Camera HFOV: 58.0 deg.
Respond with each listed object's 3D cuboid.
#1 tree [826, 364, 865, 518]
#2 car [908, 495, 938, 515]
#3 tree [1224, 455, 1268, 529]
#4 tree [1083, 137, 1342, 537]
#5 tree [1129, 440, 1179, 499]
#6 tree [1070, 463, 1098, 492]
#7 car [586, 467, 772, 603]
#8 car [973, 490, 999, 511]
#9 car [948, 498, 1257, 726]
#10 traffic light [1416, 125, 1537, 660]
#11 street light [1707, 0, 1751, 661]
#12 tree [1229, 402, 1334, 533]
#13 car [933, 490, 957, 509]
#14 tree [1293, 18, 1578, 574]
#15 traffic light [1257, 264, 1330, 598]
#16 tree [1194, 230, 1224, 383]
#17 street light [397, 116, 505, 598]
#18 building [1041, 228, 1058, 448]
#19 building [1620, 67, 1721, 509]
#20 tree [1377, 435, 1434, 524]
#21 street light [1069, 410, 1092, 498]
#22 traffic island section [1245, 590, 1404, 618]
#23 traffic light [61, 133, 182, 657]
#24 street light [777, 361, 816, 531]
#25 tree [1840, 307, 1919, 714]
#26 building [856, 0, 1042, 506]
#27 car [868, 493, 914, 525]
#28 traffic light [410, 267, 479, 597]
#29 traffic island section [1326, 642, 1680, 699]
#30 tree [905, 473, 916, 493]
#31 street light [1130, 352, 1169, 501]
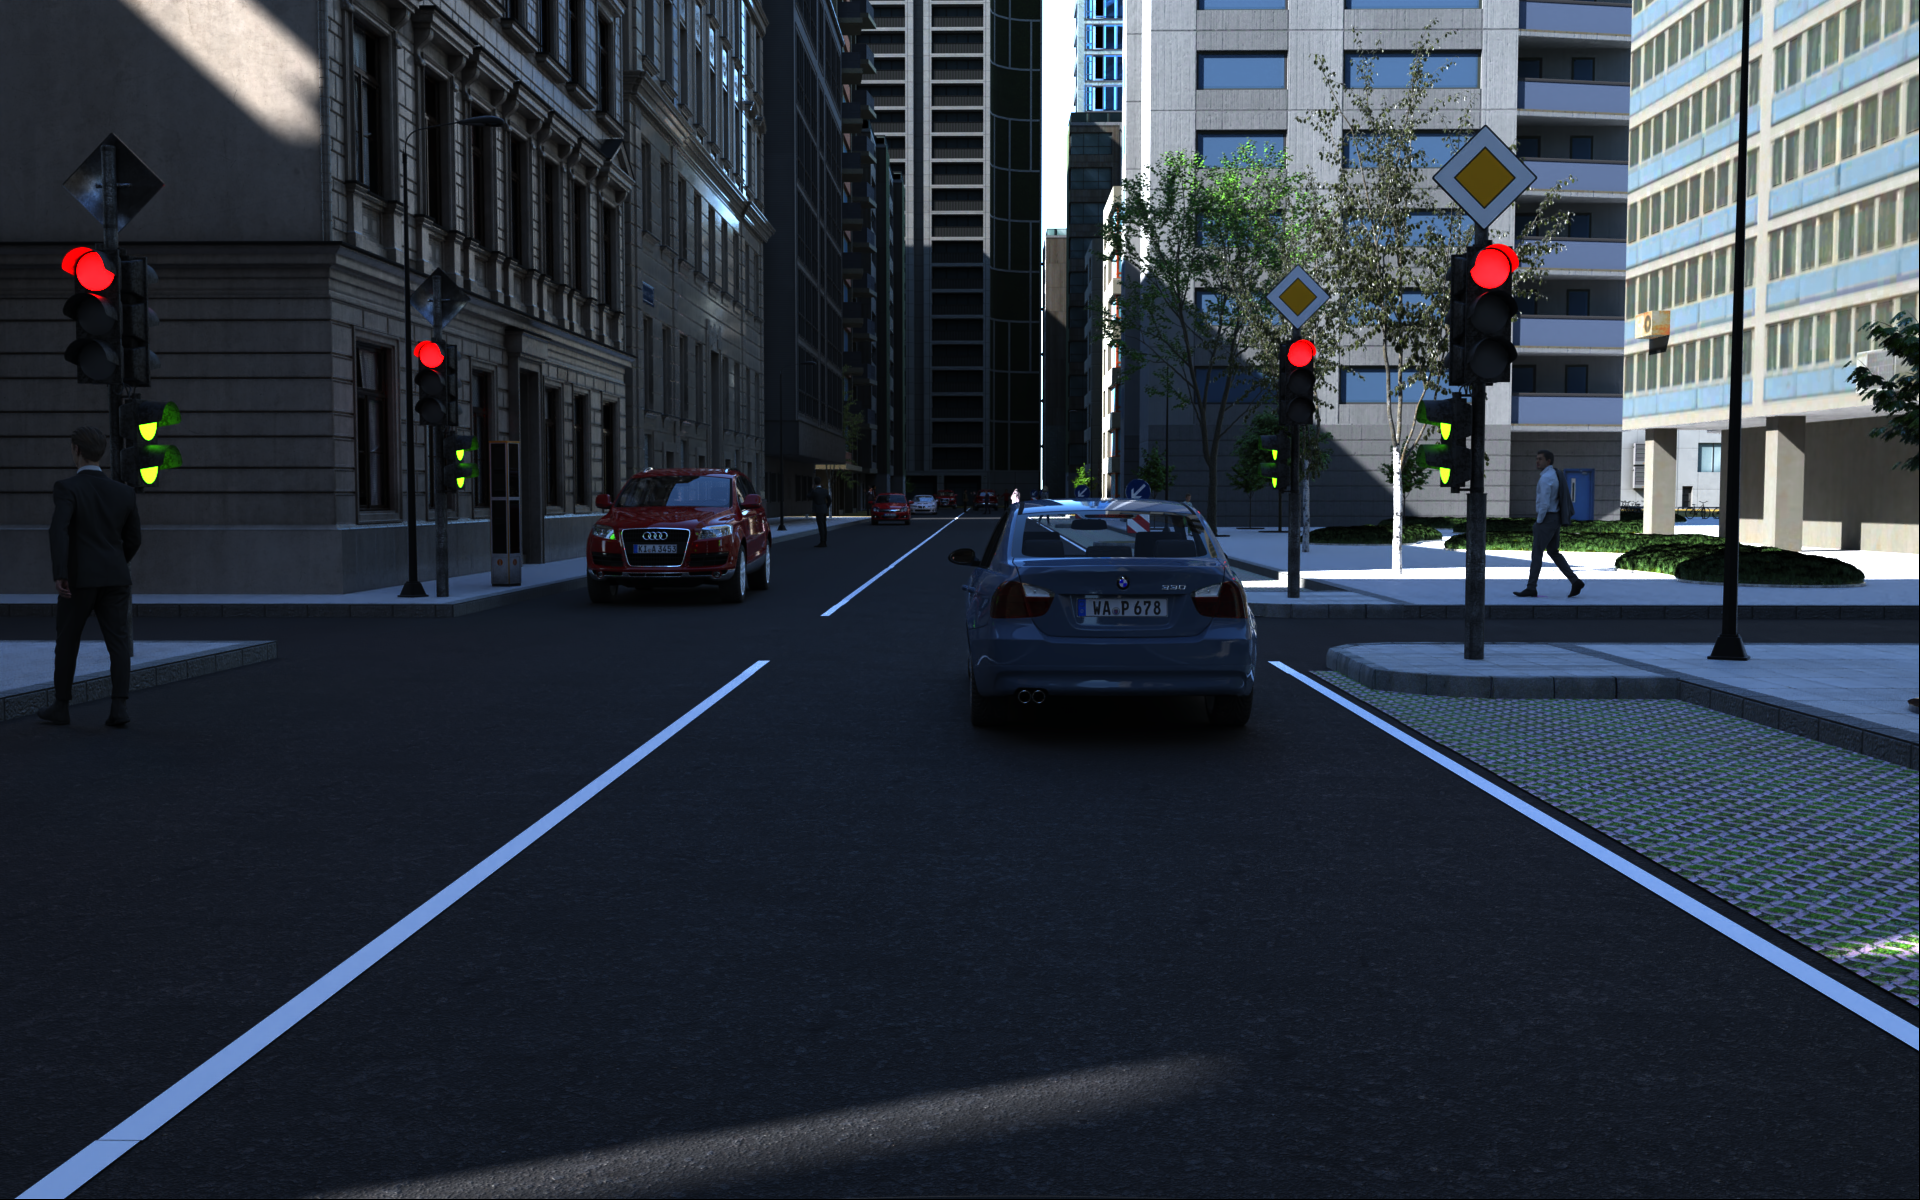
[{"bbox_3d":[-6.944,-8.692,92.477,4.737,8.622,4.395,0,3,0],"label":"tree"},{"bbox_3d":[-2.541,-6.644,120.995,2.083,1.381,4.827,0,4,1],"label":"car"},{"bbox_3d":[10.494,-4.205,63.346,1.663,3.219,1.824,0,3,0],"label":"tree"},{"bbox_3d":[7.516,-7.707,51.771,9.928,11.665,9.643,0,3,0],"label":"tree"},{"bbox_3d":[7.040,-4.138,62.265,1.663,3.219,1.824,0,3,0],"label":"tree"},{"bbox_3d":[7.569,-6.823,106.154,1.663,3.219,1.824,0,3,0],"label":"tree"},{"bbox_3d":[-3.868,-0.967,24.479,2.281,1.827,5.304,0,4,0],"label":"car"},{"bbox_3d":[2.303,-8.720,151.248,2.281,1.827,5.304,0,4,1],"label":"car"},{"bbox_3d":[0.920,0.001,11.986,2.014,1.417,4.499,0,3,0],"label":"car"},{"bbox_3d":[3.982,-1.495,13.368,0.839,4.253,0.868,0,4,1],"label":"traffic light"},{"bbox_3d":[5.450,-2.495,13.331,1.470,5.913,1.316,0,4,1],"label":"street light"},{"bbox_3d":[10.715,-4.557,58.221,4.285,4.588,4.351,0,3,0],"label":"tree"},{"bbox_3d":[-1.369,-9.467,163.460,2.281,1.827,5.304,0,4,1],"label":"car"},{"bbox_3d":[7.141,-4.707,27.321,4.360,8.622,3.978,0,3,0],"label":"tree"},{"bbox_3d":[4.116,-1.984,21.352,0.839,4.253,0.868,0,4,1],"label":"traffic light"},{"bbox_3d":[7.413,-5.357,37.950,4.360,8.622,3.978,0,3,0],"label":"tree"},{"bbox_3d":[-6.290,-2.991,21.439,1.470,5.913,1.316,0,4,1],"label":"street light"},{"bbox_3d":[15.967,-25.401,187.004,14.107,30.474,14.160,0,4,1],"label":"building"},{"bbox_3d":[68.054,-34.687,156.377,27.495,52.752,28.713,0,4,1],"label":"building"},{"bbox_3d":[14.698,-3.798,56.702,1.663,3.219,1.824,0,3,0],"label":"tree"},{"bbox_3d":[6.754,-7.558,96.114,1.470,5.913,1.316,0,4,1],"label":"street light"},{"bbox_3d":[4.156,0.050,21.466,2.009,0.180,2.903,0,4,1],"label":"traffic island section"},{"bbox_3d":[-6.578,-1.505,13.529,0.839,4.253,0.868,0,4,1],"label":"traffic light"},{"bbox_3d":[-5.729,-5.397,60.788,1.470,5.913,1.316,0,4,1],"label":"street light"},{"bbox_3d":[5.991,-0.945,10.059,1.663,3.219,1.824,0,3,0],"label":"tree"},{"bbox_3d":[-1.333,-45.943,189.421,20.611,71.187,20.563,0,4,1],"label":"building"},{"bbox_3d":[-3.232,-4.425,81.391,2.155,1.783,4.494,0,4,-1],"label":"car"},{"bbox_3d":[-6.444,-1.993,21.513,0.839,4.253,0.868,0,4,1],"label":"traffic light"},{"bbox_3d":[4.022,0.538,13.482,2.009,0.180,2.903,0,4,1],"label":"traffic island section"},{"bbox_3d":[-5.050,-10.009,158.246,1.663,3.219,1.824,0,3,0],"label":"tree"},{"bbox_3d":[6.243,-5.149,56.722,1.470,5.913,1.316,0,4,1],"label":"street light"}]
